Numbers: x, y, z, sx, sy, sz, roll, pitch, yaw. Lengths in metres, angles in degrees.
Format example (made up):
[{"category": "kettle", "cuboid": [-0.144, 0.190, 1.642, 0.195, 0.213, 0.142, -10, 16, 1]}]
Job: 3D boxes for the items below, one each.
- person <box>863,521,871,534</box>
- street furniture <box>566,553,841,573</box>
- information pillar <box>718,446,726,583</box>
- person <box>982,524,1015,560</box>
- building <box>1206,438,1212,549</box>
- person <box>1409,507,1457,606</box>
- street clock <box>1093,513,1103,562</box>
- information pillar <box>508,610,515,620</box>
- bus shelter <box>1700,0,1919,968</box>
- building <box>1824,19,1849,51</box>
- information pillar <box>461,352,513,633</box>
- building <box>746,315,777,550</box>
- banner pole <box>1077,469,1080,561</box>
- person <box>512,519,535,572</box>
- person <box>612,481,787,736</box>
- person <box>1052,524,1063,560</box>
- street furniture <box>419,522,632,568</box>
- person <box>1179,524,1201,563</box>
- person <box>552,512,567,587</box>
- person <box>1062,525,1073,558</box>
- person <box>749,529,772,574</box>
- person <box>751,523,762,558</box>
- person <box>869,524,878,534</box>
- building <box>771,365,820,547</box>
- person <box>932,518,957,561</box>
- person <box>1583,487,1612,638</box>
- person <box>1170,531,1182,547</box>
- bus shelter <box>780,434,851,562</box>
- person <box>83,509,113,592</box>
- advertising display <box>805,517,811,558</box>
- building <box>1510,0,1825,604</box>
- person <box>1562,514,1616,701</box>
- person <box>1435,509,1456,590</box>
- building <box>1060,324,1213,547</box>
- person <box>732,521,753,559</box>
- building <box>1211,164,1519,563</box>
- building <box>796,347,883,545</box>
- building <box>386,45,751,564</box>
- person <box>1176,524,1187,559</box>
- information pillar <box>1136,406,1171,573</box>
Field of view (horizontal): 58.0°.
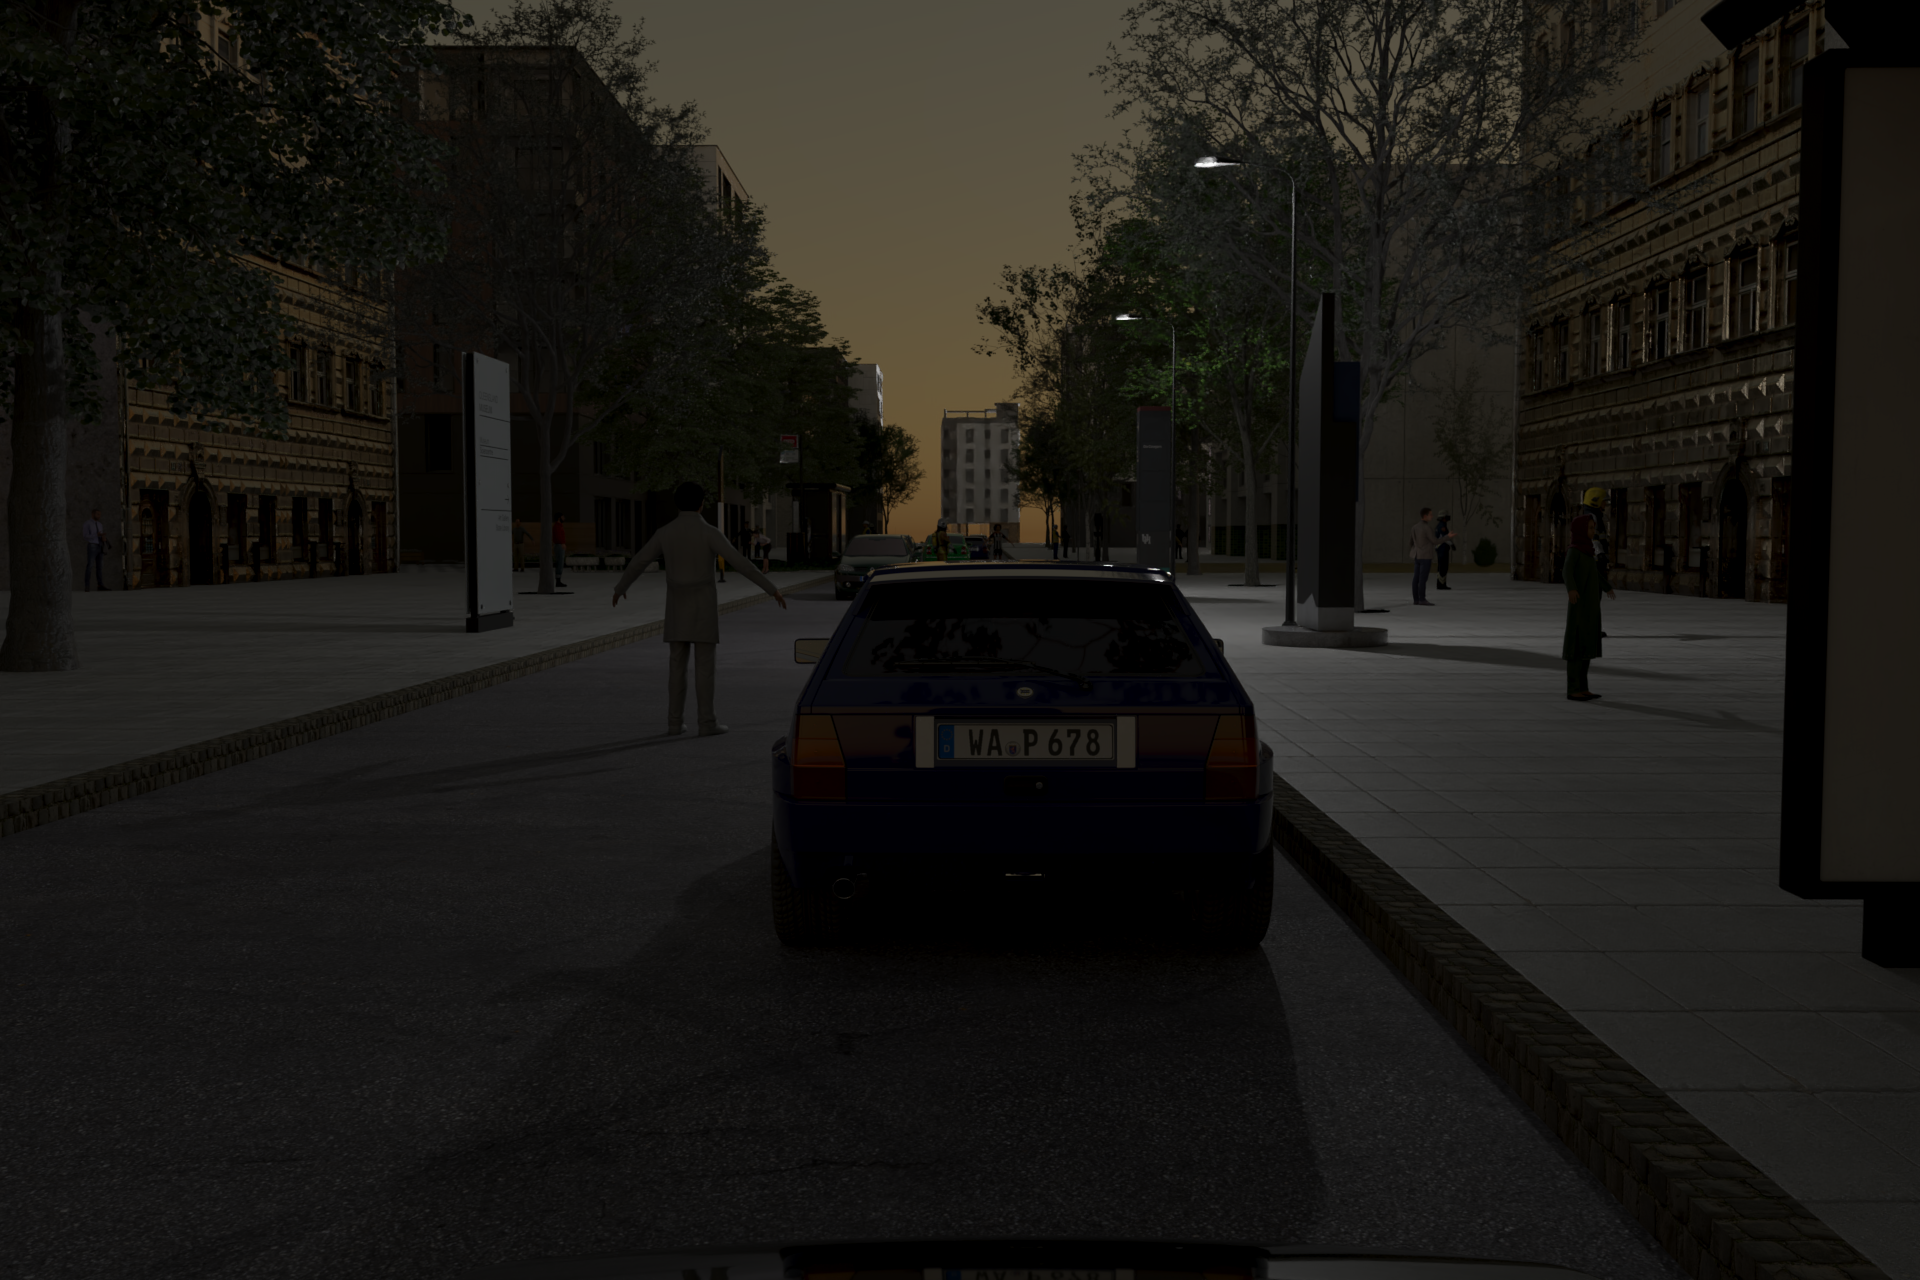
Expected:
[{"category": "person", "cuboid": [-3.966, -4.078, 72.651, 0.705, 1.833, 1.349, -1, 4, -15]}, {"category": "street furniture", "cuboid": [-8.647, -2.692, 59.639, 10.072, 0.657, 5.734, 0, 4, 4]}, {"category": "information pillar", "cuboid": [-6.313, -3.327, 45.744, 0.183, 3.616, 0.504, 0, 3, 0]}, {"category": "person", "cuboid": [1.514, -3.705, 69.184, 1.345, 1.843, 0.704, -1, 4, -15]}, {"category": "building", "cuboid": [25.364, -11.810, 135.245, 9.099, 9.664, 28.070, 0, 4, 1]}, {"category": "person", "cuboid": [8.503, -1.504, 31.164, 0.750, 1.759, 0.617, 0, 4, -1]}, {"category": "street clock", "cuboid": [4.685, -3.322, 58.879, 0.358, 2.002, 0.471, 0, 4, 1]}, {"category": "information pillar", "cuboid": [-6.774, -2.096, 25.621, 0.183, 3.616, 0.504, 0, 4, 1]}, {"category": "bus shelter", "cuboid": [3.207, -0.529, 2.569, 2.014, 3.302, 5.546, 0, 4, 1]}, {"category": "building", "cuboid": [22.363, -8.941, 12.648, 16.747, 18.905, 31.486, 0, 4, 1]}, {"category": "information pillar", "cuboid": [-6.313, -1.949, 23.174, 0.184, 3.620, 1.656, 0, 4, 1]}, {"category": "building", "cuboid": [-24.667, -16.435, 135.168, 16.747, 18.905, 31.486, 0, 4, 1]}, {"category": "banner pole", "cuboid": [4.571, -4.684, 66.600, 0.401, 3.779, 0.863, 0, 4, 0]}, {"category": "person", "cuboid": [-15.086, -3.235, 59.159, 1.348, 1.796, 0.705, 1, 4, 15]}, {"category": "person", "cuboid": [-1.904, -0.229, 12.387, 1.347, 1.806, 0.705, 1, 4, 15]}, {"category": "person", "cuboid": [4.915, -4.946, 87.324, 0.721, 1.772, 1.216, -1, 4, -18]}, {"category": "street furniture", "cuboid": [-15.578, -3.719, 67.659, 11.010, 1.723, 9.812, -1, 4, -12]}, {"category": "person", "cuboid": [10.370, -4.398, 78.128, 1.346, 1.802, 0.704, -2, 4, -32]}, {"category": "person", "cuboid": [-9.667, -2.192, 41.941, 0.704, 1.816, 1.345, -1, 4, -14]}, {"category": "person", "cuboid": [5.671, -5.202, 91.767, 0.721, 1.740, 1.216, -1, 4, -21]}, {"category": "person", "cuboid": [-6.325, -2.801, 55.022, 0.628, 1.438, 0.799, 0, 4, 6]}, {"category": "person", "cuboid": [-10.740, -5.268, 91.982, 1.347, 1.847, 0.705, 3, 5, 43]}, {"category": "person", "cuboid": [-4.858, -5.490, 95.539, 1.354, 1.856, 0.705, 2, 4, 23]}, {"category": "building", "cuboid": [-24.731, -21.355, 180.084, 19.493, 23.208, 18.063, 0, 4, 1]}, {"category": "person", "cuboid": [-0.456, -2.336, 46.418, 0.705, 1.858, 1.354, -2, 4, -25]}, {"category": "person", "cuboid": [7.904, -0.963, 21.511, 0.704, 1.858, 1.351, 1, 4, 20]}, {"category": "person", "cuboid": [5.484, -2.486, 47.421, 1.217, 1.736, 0.721, 0, 4, -4]}, {"category": "bus shelter", "cuboid": [-6.067, -5.797, 72.415, 2.179, 5.291, 8.768, 0, 4, 2]}, {"category": "person", "cuboid": [-19.110, -1.991, 38.466, 0.599, 1.838, 0.709, 1, 4, 15]}, {"category": "advertising display", "cuboid": [-5.925, -3.809, 67.483, 0.123, 1.923, 0.974, 0, 4, 3]}, {"category": "building", "cuboid": [24.244, -12.654, 37.821, 19.493, 23.208, 18.063, 0, 4, 1]}, {"category": "person", "cuboid": [4.868, -0.255, 13.382, 0.599, 1.438, 0.989, 3, 4, 37]}, {"category": "person", "cuboid": [11.155, -2.081, 39.888, 0.704, 1.845, 1.351, 0, 4, 3]}, {"category": "building", "cuboid": [24.550, -20.824, 184.454, 27.936, 21.610, 32.646, 0, 4, 1]}, {"category": "person", "cuboid": [-9.065, -4.148, 73.756, 1.347, 1.837, 0.705, -2, 4, -25]}, {"category": "building", "cuboid": [23.799, -13.763, 91.483, 16.747, 18.905, 31.486, 0, 4, 1]}, {"category": "building", "cuboid": [-23.876, -22.122, 205.674, 27.936, 21.610, 32.646, 0, 4, 0]}, {"category": "building", "cuboid": [-26.663, -14.993, 89.106, 27.936, 21.610, 32.646, 0, 4, 0]}, {"category": "person", "cuboid": [11.221, -5.049, 88.731, 1.347, 1.806, 0.705, 3, 4, 37]}, {"category": "information pillar", "cuboid": [3.953, -2.816, 35.414, 0.750, 3.857, 0.750, 0, 4, 1]}]
